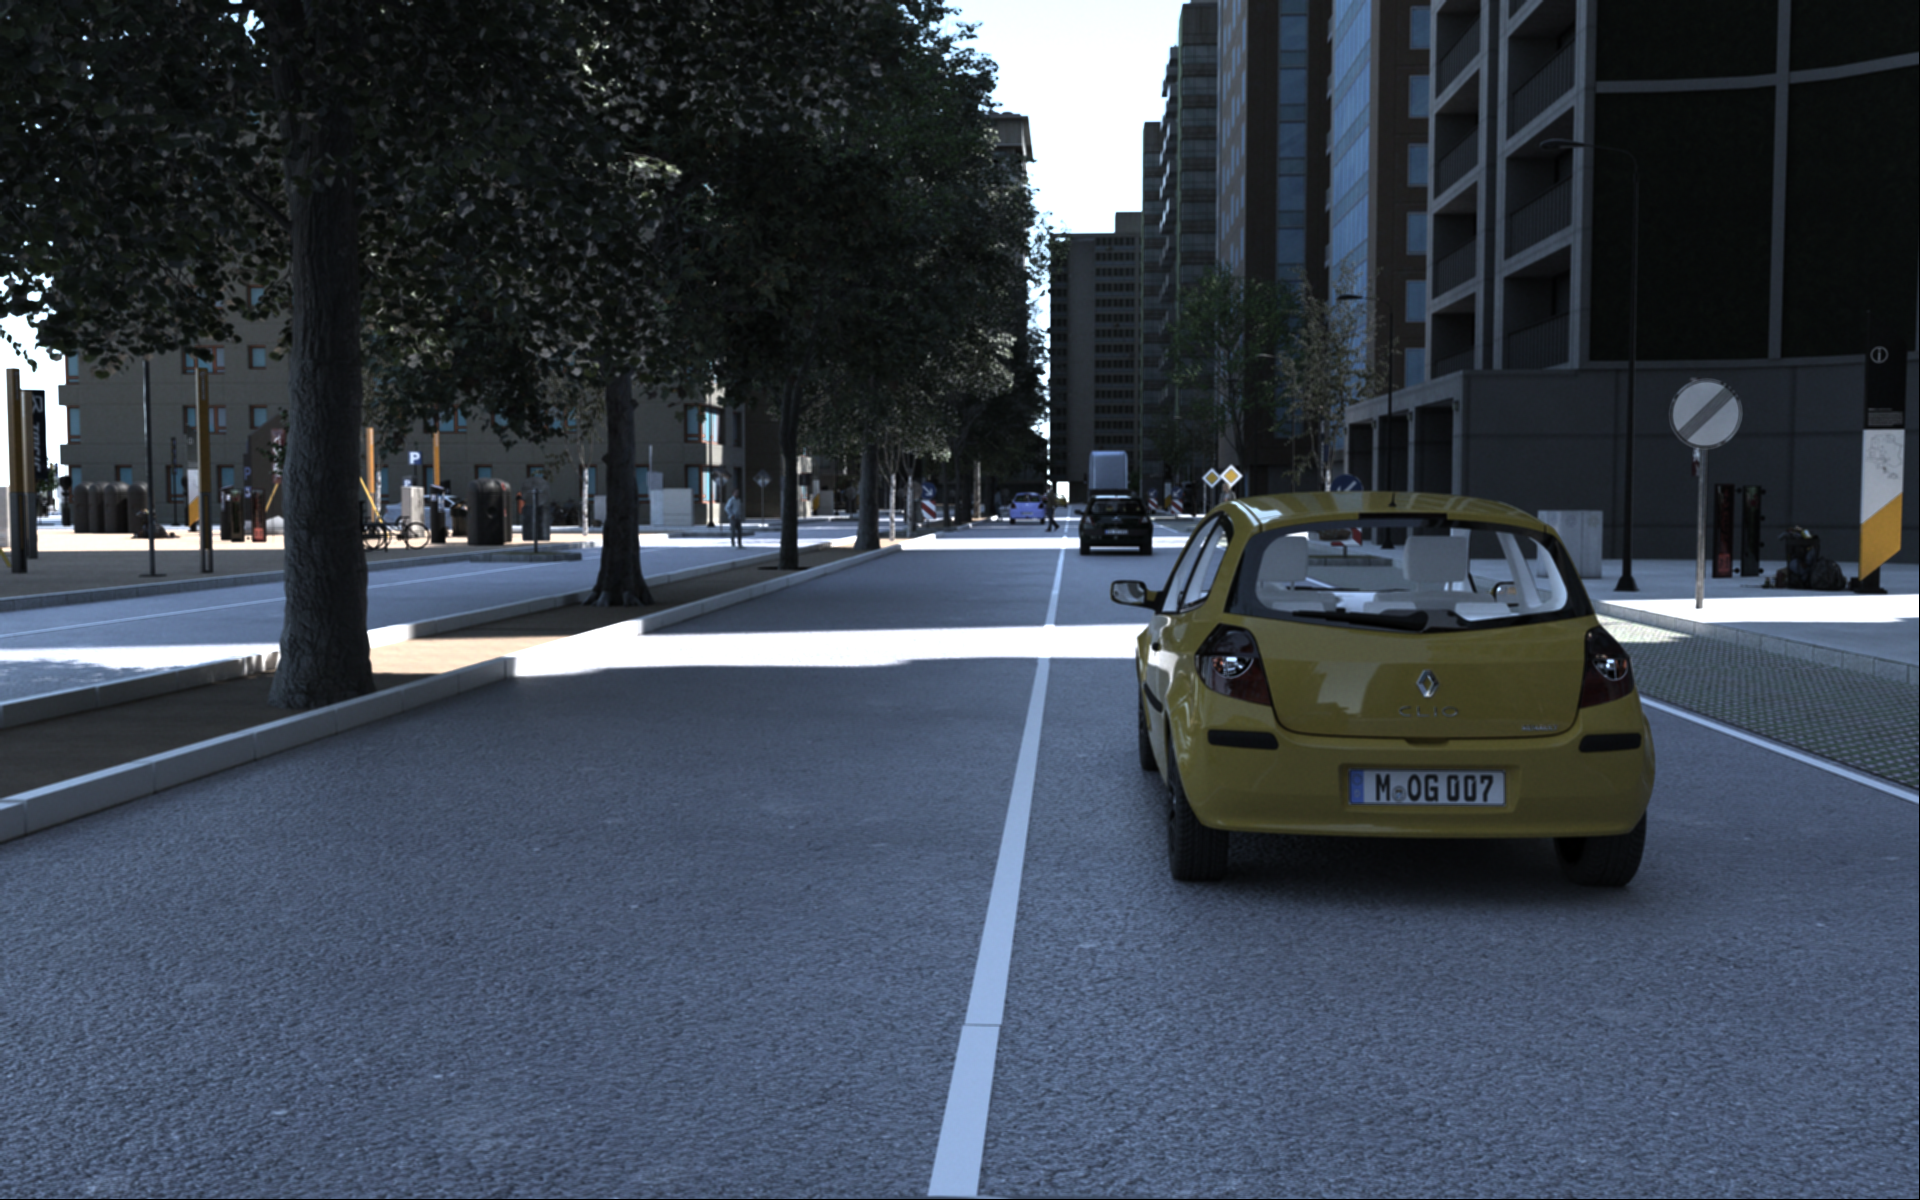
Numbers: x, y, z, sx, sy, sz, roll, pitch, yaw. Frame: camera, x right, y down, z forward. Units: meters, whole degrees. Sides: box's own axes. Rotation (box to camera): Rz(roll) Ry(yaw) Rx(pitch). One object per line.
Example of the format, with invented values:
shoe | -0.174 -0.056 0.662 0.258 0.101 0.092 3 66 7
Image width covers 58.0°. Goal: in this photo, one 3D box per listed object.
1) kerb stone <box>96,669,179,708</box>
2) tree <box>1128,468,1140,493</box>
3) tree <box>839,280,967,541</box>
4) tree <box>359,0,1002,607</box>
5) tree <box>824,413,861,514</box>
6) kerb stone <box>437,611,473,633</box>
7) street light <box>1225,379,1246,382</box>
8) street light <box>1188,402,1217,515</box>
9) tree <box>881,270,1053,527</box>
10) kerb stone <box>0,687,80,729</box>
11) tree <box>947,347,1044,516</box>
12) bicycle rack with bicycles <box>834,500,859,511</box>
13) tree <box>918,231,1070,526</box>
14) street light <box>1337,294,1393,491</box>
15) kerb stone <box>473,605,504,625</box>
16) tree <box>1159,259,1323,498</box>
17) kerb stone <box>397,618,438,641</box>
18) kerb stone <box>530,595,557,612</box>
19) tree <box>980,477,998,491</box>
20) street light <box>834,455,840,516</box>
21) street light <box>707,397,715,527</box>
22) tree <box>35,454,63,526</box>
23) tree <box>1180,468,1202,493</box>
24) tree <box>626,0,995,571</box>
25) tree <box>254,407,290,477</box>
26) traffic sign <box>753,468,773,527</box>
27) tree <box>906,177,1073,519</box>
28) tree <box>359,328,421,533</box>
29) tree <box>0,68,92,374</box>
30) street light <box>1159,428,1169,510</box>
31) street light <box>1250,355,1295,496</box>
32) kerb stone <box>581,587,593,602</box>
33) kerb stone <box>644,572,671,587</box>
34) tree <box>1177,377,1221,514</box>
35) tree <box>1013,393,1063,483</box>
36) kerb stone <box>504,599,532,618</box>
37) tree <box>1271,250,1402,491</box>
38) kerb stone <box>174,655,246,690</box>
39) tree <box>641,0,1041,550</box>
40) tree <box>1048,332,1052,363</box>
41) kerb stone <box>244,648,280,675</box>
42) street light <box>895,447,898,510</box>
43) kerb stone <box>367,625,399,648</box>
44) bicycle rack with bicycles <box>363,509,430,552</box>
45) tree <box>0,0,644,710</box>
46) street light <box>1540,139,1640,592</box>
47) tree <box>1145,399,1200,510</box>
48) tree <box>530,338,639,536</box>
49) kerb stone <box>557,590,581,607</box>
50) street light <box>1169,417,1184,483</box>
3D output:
kerb stone | -5.761 0.621 12.040 0.120 0.150 1.000 0 4 4
tree | 22.342 -14.343 218.216 4.285 4.588 4.351 0 3 0
tree | -1.666 -6.364 56.865 4.360 8.622 3.978 0 3 0
tree | -4.365 -6.279 22.120 9.611 12.733 9.660 0 3 0
tree | -7.216 -9.900 112.227 4.737 8.622 4.395 0 3 0
kerb stone | -5.370 0.247 18.177 0.120 0.150 1.000 0 4 4
street light | 11.380 -5.952 69.849 1.470 5.913 1.316 0 4 4
street light | 12.364 -7.014 87.217 1.470 5.913 1.316 0 4 4
tree | -0.470 -8.078 68.945 8.767 10.594 7.601 0 4 4
kerb stone | -5.840 0.683 11.021 0.120 0.150 1.000 0 4 4
tree | 1.681 -11.657 111.175 7.486 12.596 7.792 0 3 0
bicycle rack with bicycles | -8.217 -7.248 131.882 2.852 0.926 2.925 3 4 38
tree | -0.088 -10.147 78.738 12.009 13.543 11.850 0 3 0
street light | 9.476 -4.151 40.413 1.470 5.913 1.316 0 4 4
kerb stone | -5.306 0.188 19.197 0.120 0.150 1.000 0 4 4
tree | 12.518 -9.278 77.449 9.928 11.665 9.643 0 3 0
kerb stone | -5.440 0.308 17.157 0.120 0.150 1.000 0 4 4
kerb stone | -5.177 0.059 21.238 0.120 0.150 1.000 0 4 4
tree | 2.599 -10.732 128.284 4.360 8.622 3.978 0 3 0
street light | -6.758 -7.938 102.322 1.470 5.913 1.316 0 4 4
street light | -9.111 -5.773 66.936 1.470 5.913 1.316 0 4 4
tree | -37.811 -4.667 70.908 1.663 3.219 1.824 0 3 0
tree | 16.963 -8.101 127.047 1.663 3.219 1.824 0 3 0
tree | -3.139 -6.365 32.277 9.928 11.665 9.643 0 3 0
tree | -12.435 -2.375 33.432 1.663 3.219 1.824 0 3 0
traffic sign | -7.631 -3.876 67.022 0.795 2.450 0.064 0 4 4
tree | -0.183 -14.836 100.913 12.611 20.169 13.585 0 3 0
tree | -19.252 -6.540 57.285 4.360 8.622 3.978 0 3 0
tree | -12.948 -4.366 21.743 4.737 8.622 4.395 0 3 0
street light | 14.665 -9.137 121.932 1.470 5.913 1.316 0 4 4
street light | 10.557 -5.213 57.775 1.470 5.913 1.316 0 4 4
kerb stone | -5.041 -0.063 23.290 0.120 0.150 1.000 0 4 4
kerb stone | -4.788 -0.317 27.378 0.120 0.150 1.000 0 4 4
tree | 15.613 -9.679 108.609 4.360 8.622 3.978 0 3 0
tree | 2.354 -12.252 119.777 9.611 12.733 9.660 0 3 0
kerb stone | -5.246 0.125 20.217 0.120 0.150 1.000 0 4 4
tree | 11.383 -6.293 53.256 4.360 8.622 3.978 0 3 0
kerb stone | -5.700 0.559 13.063 0.120 0.150 1.000 0 4 4
tree | -2.388 -8.263 44.220 9.857 13.997 8.962 0 3 0
tree | 0.284 -11.047 89.735 9.857 13.997 8.962 0 3 0
kerb stone | -5.639 0.496 14.092 0.120 0.150 1.000 0 4 4
street light | -4.486 -10.072 137.223 1.470 5.913 1.316 0 4 4
kerb stone | -5.506 0.374 16.138 0.120 0.150 1.000 0 4 4
bicycle rack with bicycles | -13.804 -1.585 39.301 2.925 0.926 2.852 0 4 -2
tree | -4.337 -6.259 11.454 9.857 13.997 8.962 0 3 0
street light | 8.293 -3.075 22.812 1.470 5.913 1.316 0 4 4
tree | 16.570 -11.314 135.346 4.737 8.622 4.395 0 3 0
tree | -11.434 -6.247 52.508 4.360 8.622 3.978 0 3 0
kerb stone | -5.107 0.005 22.258 0.120 0.150 1.000 0 4 4
street light | 13.541 -8.075 104.573 1.470 5.913 1.316 0 4 4
